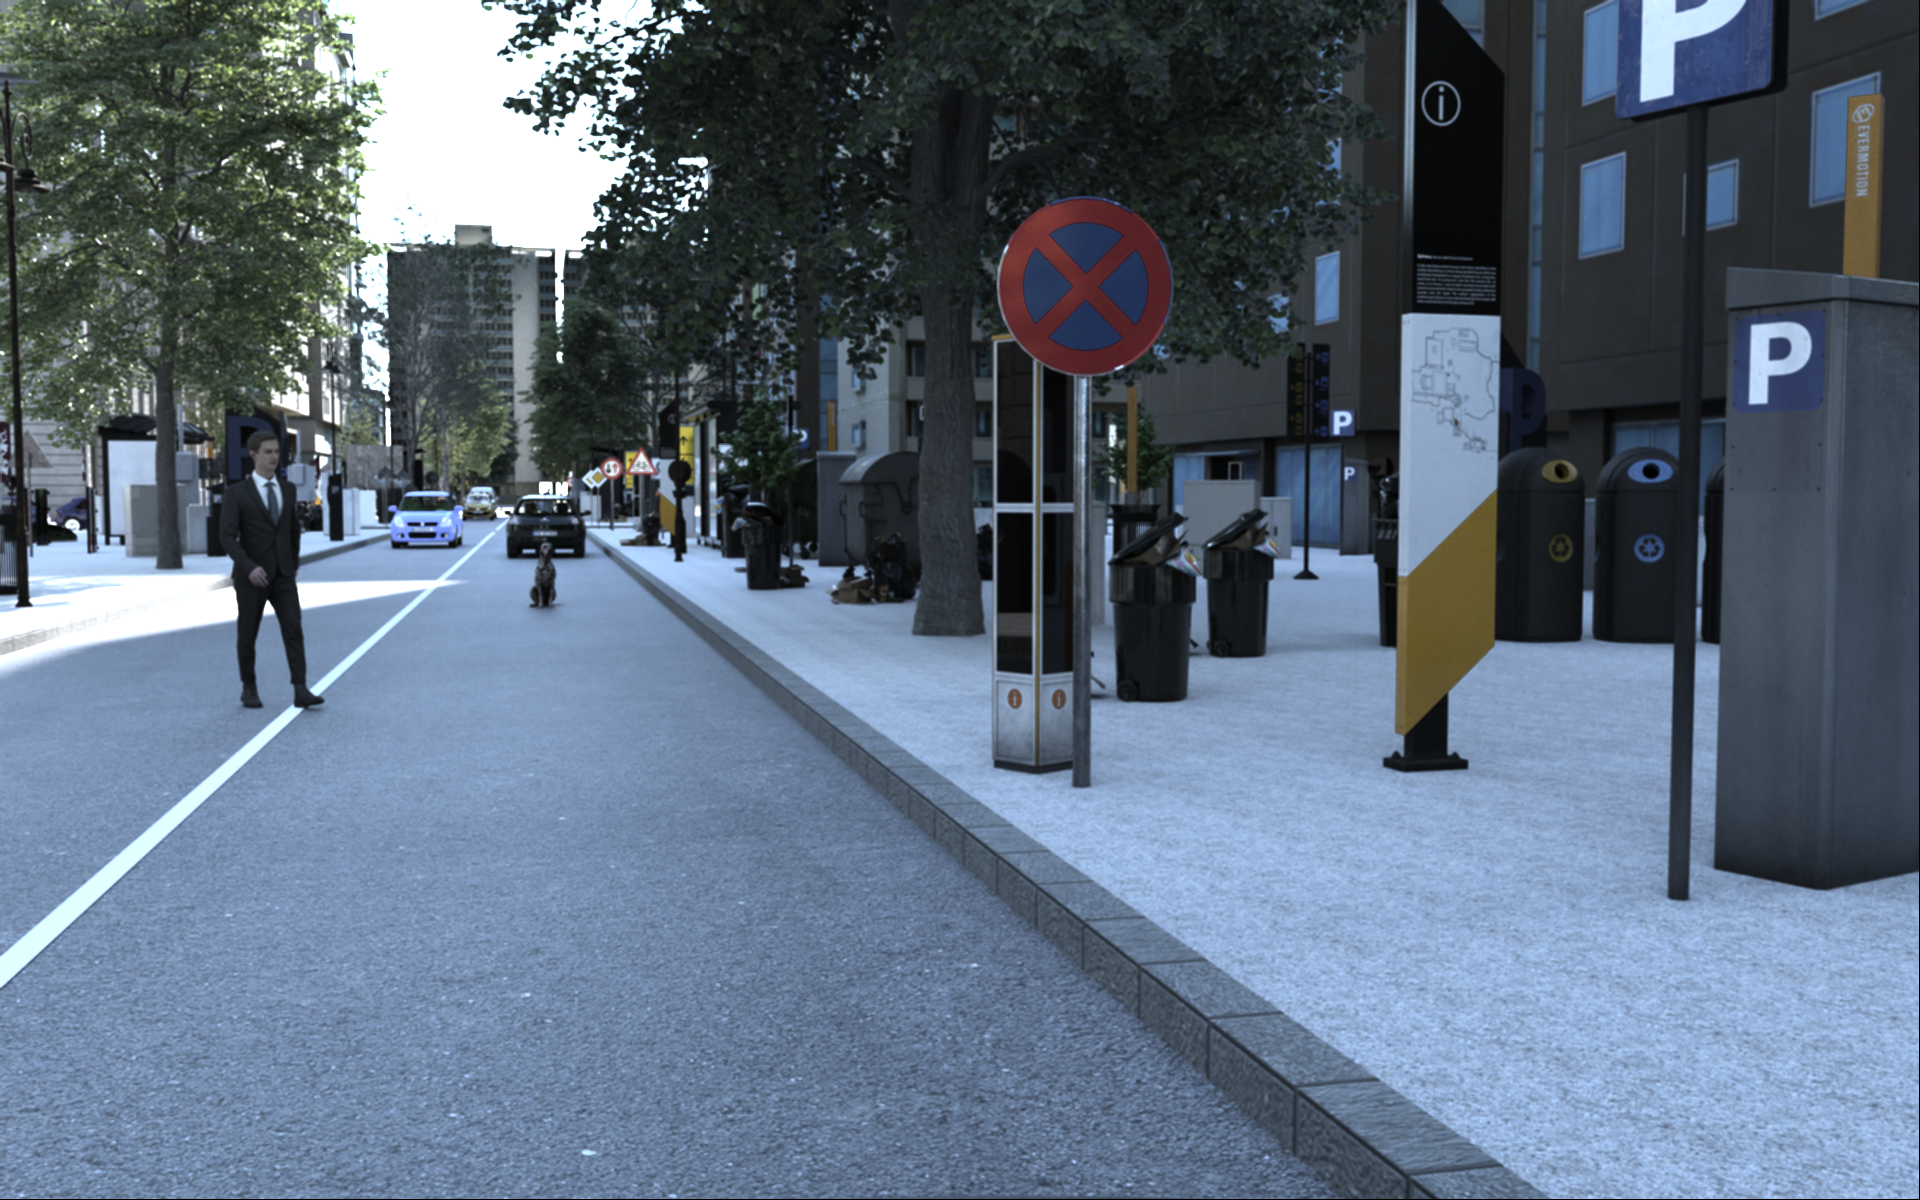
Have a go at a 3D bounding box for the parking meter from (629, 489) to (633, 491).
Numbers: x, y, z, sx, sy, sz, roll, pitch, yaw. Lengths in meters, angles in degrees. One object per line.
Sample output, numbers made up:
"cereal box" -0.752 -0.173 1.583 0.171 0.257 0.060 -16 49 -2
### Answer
"parking meter" -27.181 -8.399 143.027 0.255 1.863 0.399 0 4 6

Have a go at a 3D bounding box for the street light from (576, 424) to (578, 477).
"street light" -25.123 -8.611 113.585 0.468 5.910 1.993 -1 4 -14

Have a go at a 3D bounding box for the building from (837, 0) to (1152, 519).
"building" 4.128 -29.004 97.923 21.600 48.544 21.300 -1 4 -14

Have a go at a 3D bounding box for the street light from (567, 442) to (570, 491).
"street light" -32.492 -10.468 143.946 0.468 5.910 1.993 -1 4 -14

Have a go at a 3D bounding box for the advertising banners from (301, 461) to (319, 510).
"advertising banners" -34.525 -5.794 90.914 0.090 3.025 2.074 3 4 38

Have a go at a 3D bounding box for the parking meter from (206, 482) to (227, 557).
"parking meter" -15.322 -1.668 35.683 0.372 1.533 0.369 0 3 0

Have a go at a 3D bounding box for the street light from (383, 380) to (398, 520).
"street light" -22.983 -5.948 70.039 0.468 5.910 1.993 -1 4 -14

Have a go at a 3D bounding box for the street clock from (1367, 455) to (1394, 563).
"street clock" 7.829 -1.695 32.282 0.471 2.002 0.358 1 4 11

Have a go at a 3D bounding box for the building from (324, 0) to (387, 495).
"building" -96.036 -56.593 237.972 31.000 86.520 22.319 -1 4 -14

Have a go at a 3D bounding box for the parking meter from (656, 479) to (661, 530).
"parking meter" -10.928 -3.471 62.465 0.255 1.863 0.399 2 4 30

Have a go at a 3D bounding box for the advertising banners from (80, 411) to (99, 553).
"advertising banners" -18.884 -2.529 37.541 0.090 3.025 2.074 -1 4 -20

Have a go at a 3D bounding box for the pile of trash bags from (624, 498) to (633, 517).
"pile of trash bags" -19.005 -5.368 97.511 3.447 1.369 1.912 3 4 38

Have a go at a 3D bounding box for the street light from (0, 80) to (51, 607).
"street light" -10.643 -2.858 19.515 0.468 5.910 1.993 -1 4 -14

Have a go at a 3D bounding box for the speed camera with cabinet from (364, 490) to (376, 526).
"speed camera with cabinet" -24.479 -4.586 69.315 2.038 3.252 0.660 -3 5 -44

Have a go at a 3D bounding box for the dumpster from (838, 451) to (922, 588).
"dumpster" -0.934 -1.129 24.214 1.264 1.857 1.865 -1 4 -14

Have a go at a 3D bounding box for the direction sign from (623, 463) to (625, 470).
"direction sign" -24.960 -8.279 127.359 0.876 3.537 0.379 2 4 25

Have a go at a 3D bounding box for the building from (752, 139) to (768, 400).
"building" -9.872 -27.857 139.048 14.154 41.232 14.086 -1 4 -14

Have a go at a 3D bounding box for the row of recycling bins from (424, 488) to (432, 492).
"row of recycling bins" -34.815 -6.333 110.661 1.069 1.692 3.534 -3 5 -44

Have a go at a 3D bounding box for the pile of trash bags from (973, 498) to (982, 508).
"pile of trash bags" 1.715 -3.252 62.918 3.447 1.369 1.912 2 4 27

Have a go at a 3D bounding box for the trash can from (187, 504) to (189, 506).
"trash can" -40.443 -4.797 90.081 0.748 1.137 0.748 0 3 0

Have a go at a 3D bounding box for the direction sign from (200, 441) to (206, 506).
"direction sign" -32.322 -5.016 74.003 0.379 3.537 0.876 -1 4 -12

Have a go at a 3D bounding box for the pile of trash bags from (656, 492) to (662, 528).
"pile of trash bags" -9.123 -3.150 61.248 3.447 1.369 1.912 0 4 -8

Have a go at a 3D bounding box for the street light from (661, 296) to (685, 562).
"street light" -5.359 -3.671 32.814 0.468 5.910 1.993 -1 4 -14

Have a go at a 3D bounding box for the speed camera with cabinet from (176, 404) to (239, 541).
"speed camera with cabinet" -16.732 -2.713 38.697 2.038 3.252 0.660 -3 5 -43

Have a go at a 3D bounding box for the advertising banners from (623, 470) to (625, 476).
"advertising banners" -24.581 -7.883 125.075 0.090 3.025 2.074 -3 4 -36

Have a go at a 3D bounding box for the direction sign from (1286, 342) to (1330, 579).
"direction sign" 5.233 -2.085 26.084 0.876 3.537 0.379 -2 4 -35

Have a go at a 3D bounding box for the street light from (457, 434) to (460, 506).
"street light" -38.001 -9.690 131.226 0.468 5.910 1.993 -1 4 -14

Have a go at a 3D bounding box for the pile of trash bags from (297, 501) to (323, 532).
"pile of trash bags" -22.513 -3.071 59.963 1.912 1.369 3.447 1 4 23

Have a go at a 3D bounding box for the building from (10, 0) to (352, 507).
"building" -79.272 -36.230 181.599 27.495 52.752 28.713 -1 4 -14

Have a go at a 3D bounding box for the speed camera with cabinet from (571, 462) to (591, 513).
"speed camera with cabinet" -21.710 -6.457 99.906 0.660 3.252 2.038 -3 4 -39

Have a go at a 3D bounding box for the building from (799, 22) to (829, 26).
"building" -13.841 -31.097 158.544 14.600 45.320 14.200 -1 4 -14

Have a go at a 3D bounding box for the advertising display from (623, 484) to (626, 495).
"advertising display" -22.357 -6.612 113.321 0.974 1.923 0.123 -1 4 -19

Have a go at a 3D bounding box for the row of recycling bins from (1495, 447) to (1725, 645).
"row of recycling bins" 6.368 -0.484 15.030 3.534 1.692 1.069 1 4 14

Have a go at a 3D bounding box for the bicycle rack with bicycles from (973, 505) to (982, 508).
"bicycle rack with bicycles" 2.232 -4.403 85.378 2.852 0.926 2.925 -1 4 -14

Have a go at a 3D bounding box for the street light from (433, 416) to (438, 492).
"street light" -30.495 -7.836 100.898 0.468 5.910 1.993 -1 4 -14

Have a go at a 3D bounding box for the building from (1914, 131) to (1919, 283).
"building" 18.420 -22.843 23.590 14.600 45.320 14.200 -1 4 -14

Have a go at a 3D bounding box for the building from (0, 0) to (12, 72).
"building" -71.673 -34.183 148.132 28.713 52.752 27.495 -1 4 -14

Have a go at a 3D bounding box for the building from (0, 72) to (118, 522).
"building" -48.544 -15.115 88.929 13.314 21.916 24.055 -1 4 -14

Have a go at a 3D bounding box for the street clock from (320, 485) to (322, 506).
"street clock" -51.131 -8.187 138.420 0.358 2.002 0.471 1 4 13

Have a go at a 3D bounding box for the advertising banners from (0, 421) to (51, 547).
"advertising banners" -22.986 -2.834 42.516 0.090 3.025 2.074 0 4 3

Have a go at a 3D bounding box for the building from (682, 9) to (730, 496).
"building" -19.455 -53.889 193.762 22.319 86.520 31.000 -1 4 -14

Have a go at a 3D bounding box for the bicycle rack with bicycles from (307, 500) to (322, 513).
"bicycle rack with bicycles" -49.326 -7.308 132.867 2.852 0.926 2.925 0 4 -6

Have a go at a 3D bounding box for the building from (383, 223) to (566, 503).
"building" -70.445 -34.245 251.779 23.993 40.220 32.217 -1 4 -14

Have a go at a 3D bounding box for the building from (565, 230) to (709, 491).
"building" -47.050 -34.632 258.112 23.993 40.220 32.217 -1 4 -14

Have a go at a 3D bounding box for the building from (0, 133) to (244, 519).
"building" -54.582 -16.537 112.174 13.314 21.916 24.055 -1 4 -14

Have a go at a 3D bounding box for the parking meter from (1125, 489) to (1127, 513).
"parking meter" 7.573 -4.404 77.711 0.255 1.863 0.399 -3 4 -37

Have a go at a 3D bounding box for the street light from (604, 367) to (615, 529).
"street light" -12.748 -5.528 63.171 0.468 5.910 1.993 -1 4 -14

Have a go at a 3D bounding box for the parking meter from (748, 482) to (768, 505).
"parking meter" -3.870 -1.515 33.174 0.372 1.533 0.369 0 3 0

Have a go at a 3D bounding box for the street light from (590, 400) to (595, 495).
"street light" -17.583 -6.722 82.692 0.468 5.910 1.993 -1 4 -14

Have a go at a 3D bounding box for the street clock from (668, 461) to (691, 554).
"street clock" -6.038 -2.006 37.371 0.471 2.002 0.358 2 4 33

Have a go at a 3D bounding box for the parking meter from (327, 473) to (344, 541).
"parking meter" -17.125 -2.554 47.467 0.399 1.863 0.255 -1 4 -20

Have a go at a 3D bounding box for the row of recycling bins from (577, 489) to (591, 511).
"row of recycling bins" -22.857 -6.269 109.614 1.069 1.692 3.534 2 4 29

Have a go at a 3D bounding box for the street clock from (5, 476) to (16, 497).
"street clock" -37.874 -3.953 69.203 0.358 2.002 0.471 1 4 22

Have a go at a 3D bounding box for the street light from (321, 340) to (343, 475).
"street light" -18.038 -4.714 49.870 0.468 5.910 1.993 -1 4 -14

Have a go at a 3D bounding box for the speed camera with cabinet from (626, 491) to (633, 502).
"speed camera with cabinet" -18.890 -6.542 101.291 0.660 3.252 2.038 -2 4 -32

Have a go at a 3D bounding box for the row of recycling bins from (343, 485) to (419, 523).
"row of recycling bins" -25.569 -4.217 76.056 3.534 1.692 1.069 -1 4 -18

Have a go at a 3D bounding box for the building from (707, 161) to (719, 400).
"building" -17.489 -31.937 172.279 14.600 45.320 14.200 -1 4 -14

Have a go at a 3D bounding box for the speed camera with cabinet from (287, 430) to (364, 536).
"speed camera with cabinet" -19.601 -3.611 53.374 2.038 3.252 0.660 0 4 1

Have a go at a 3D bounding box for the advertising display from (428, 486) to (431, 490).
"advertising display" -40.149 -7.704 131.166 0.123 1.923 0.974 -1 4 -21

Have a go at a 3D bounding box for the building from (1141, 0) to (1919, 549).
"building" 13.778 -24.169 45.268 14.600 45.320 14.200 -1 4 -14
